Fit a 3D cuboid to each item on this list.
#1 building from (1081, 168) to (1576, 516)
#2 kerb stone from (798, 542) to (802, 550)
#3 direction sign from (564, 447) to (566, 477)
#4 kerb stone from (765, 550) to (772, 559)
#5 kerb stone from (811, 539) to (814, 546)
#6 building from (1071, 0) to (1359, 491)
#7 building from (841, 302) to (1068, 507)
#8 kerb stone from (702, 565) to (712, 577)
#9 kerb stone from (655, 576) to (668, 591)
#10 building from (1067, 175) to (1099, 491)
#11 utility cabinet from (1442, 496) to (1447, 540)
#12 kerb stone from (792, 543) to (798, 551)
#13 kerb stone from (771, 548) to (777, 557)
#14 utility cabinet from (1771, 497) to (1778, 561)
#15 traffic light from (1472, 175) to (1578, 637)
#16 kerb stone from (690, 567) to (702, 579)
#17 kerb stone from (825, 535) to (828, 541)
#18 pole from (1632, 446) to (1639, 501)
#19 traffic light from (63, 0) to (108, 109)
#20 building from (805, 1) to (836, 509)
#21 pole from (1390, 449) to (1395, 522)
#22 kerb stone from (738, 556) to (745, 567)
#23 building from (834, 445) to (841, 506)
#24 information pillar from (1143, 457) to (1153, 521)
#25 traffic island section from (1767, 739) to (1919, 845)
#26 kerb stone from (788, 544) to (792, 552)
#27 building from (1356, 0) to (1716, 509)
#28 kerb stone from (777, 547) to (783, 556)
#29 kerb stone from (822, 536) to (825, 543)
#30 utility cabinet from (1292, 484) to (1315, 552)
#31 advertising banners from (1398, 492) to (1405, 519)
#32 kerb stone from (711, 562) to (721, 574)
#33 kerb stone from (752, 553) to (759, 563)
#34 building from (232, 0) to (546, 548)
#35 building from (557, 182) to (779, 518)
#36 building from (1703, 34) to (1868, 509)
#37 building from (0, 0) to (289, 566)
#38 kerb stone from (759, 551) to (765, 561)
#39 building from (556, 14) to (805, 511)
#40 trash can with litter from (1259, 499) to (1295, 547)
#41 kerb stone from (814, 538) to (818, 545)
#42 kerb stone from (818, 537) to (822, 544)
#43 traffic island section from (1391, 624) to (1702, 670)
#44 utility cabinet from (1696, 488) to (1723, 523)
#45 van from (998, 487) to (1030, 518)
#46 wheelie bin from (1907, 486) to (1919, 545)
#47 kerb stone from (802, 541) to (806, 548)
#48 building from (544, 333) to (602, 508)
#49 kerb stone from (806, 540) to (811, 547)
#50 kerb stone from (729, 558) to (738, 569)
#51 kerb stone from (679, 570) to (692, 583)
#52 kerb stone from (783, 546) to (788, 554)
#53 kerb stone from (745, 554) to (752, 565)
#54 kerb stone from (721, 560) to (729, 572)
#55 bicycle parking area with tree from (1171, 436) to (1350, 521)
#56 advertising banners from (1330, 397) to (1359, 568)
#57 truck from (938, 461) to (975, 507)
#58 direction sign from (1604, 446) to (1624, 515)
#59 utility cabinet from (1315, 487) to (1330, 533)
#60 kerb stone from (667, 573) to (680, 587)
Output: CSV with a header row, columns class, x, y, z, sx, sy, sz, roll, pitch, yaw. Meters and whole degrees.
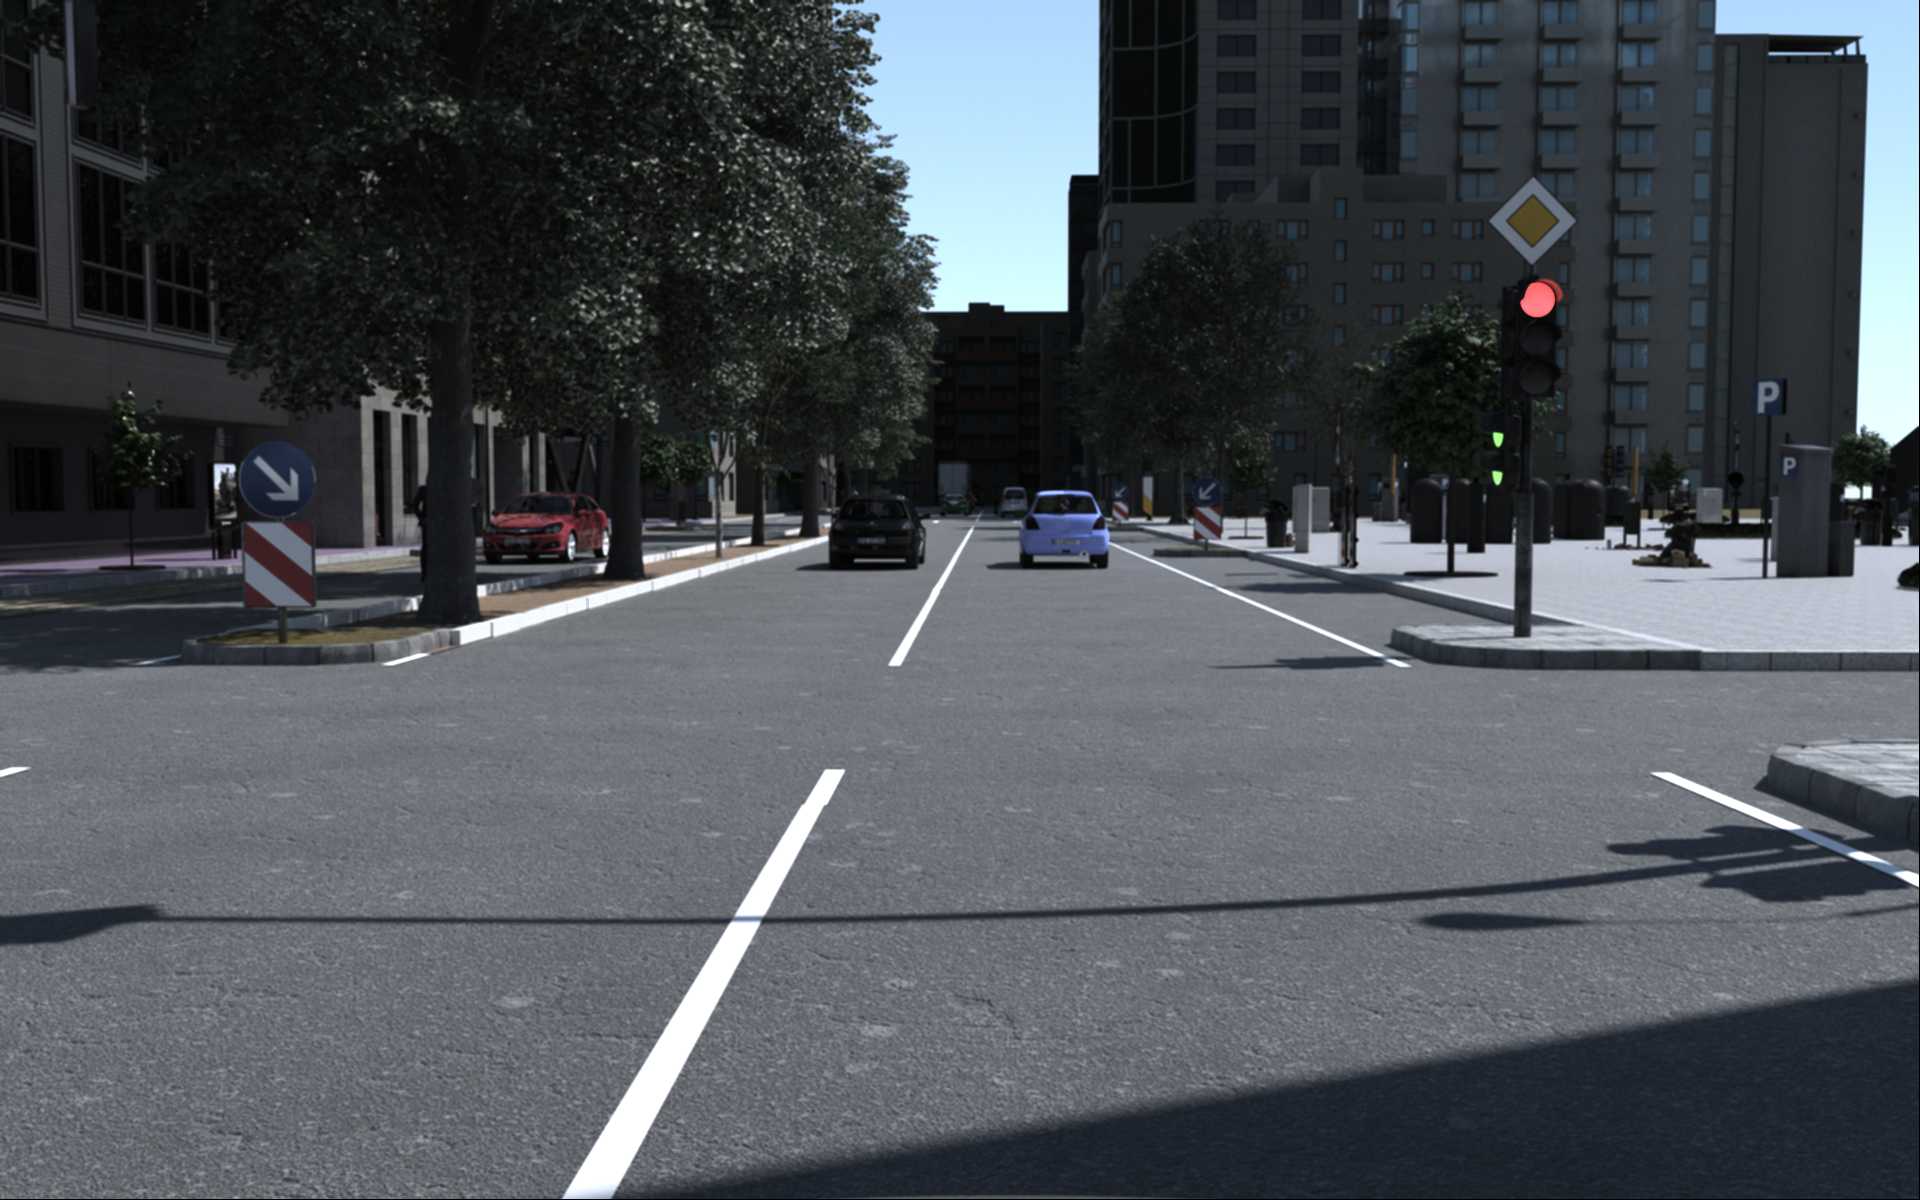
class,x,y,z,sx,sy,sz,roll,pitch,yaw
building,22.806,-16.652,117.298,27.650,21.520,28.899,0,4,1
kerb stone,-4.236,-1.362,44.461,0.120,0.150,1.000,0,4,1
direction sign,-19.232,-5.649,84.360,0.379,3.537,0.876,-1,4,-9
kerb stone,-4.349,-0.981,38.318,0.120,0.150,1.000,0,4,1
kerb stone,-4.183,-1.545,47.547,0.120,0.150,1.000,0,4,1
building,19.911,-42.954,140.548,20.563,71.187,20.611,0,4,1
building,2.968,-20.994,188.285,28.899,21.520,27.650,0,4,1
kerb stone,-4.495,-0.484,30.127,0.120,0.150,1.000,0,4,1
kerb stone,-4.575,-0.235,26.030,0.120,0.150,1.000,0,4,1
building,16.832,-23.699,159.177,14.160,30.474,14.107,0,4,1
utility cabinet,13.833,-2.304,48.835,1.020,1.237,0.306,-1,4,-21
kerb stone,-4.250,-1.295,43.436,0.120,0.150,1.000,0,4,1
kerb stone,-4.331,-1.048,39.340,0.120,0.150,1.000,0,4,1
utility cabinet,15.996,-1.350,33.236,1.020,1.237,0.306,-2,4,-33
traffic light,5.037,-1.623,15.456,0.839,4.253,0.868,0,4,1
kerb stone,-4.529,-0.423,29.105,0.120,0.150,1.000,0,4,1
kerb stone,-4.108,-1.801,51.645,0.120,0.150,1.000,0,4,1
pole,28.748,-4.887,73.743,0.158,3.312,0.155,0,3,0
traffic light,-10.229,-2.513,15.756,4.771,5.953,1.251,0,4,1
building,-22.485,-43.893,155.895,20.611,71.187,20.563,0,4,1
pole,19.733,-5.206,78.960,0.158,3.312,0.155,0,3,0
kerb stone,-4.432,-0.736,34.223,0.120,0.150,1.000,0,4,1
building,-27.002,-21.026,188.812,28.899,21.520,27.650,0,4,1
information pillar,9.023,-5.613,83.119,0.504,3.616,0.183,-1,4,-20
traffic island section,4.929,0.899,7.585,2.009,0.180,2.903,0,4,1
kerb stone,-4.283,-1.231,42.411,0.120,0.150,1.000,0,4,1
building,49.484,-32.639,153.252,30.456,49.044,23.786,0,4,1
kerb stone,-4.314,-1.110,40.362,0.120,0.150,1.000,0,4,1
kerb stone,-4.129,-1.736,50.616,0.120,0.150,1.000,0,4,1
utility cabinet,7.557,-1.803,38.166,0.318,1.500,1.173,1,4,14
advertising banners,23.248,-5.646,88.501,2.074,3.025,0.090,2,4,26
kerb stone,-4.486,-0.548,31.150,0.120,0.150,1.000,0,4,1
kerb stone,-4.398,-0.858,36.267,0.120,0.150,1.000,0,4,1
building,-19.118,-11.868,48.787,10.420,20.320,16.860,0,4,1
building,-26.682,-15.948,105.791,27.650,21.520,28.899,0,4,1
building,71.840,-29.009,157.890,14.086,41.232,14.154,0,4,1
building,-22.504,-14.328,27.766,14.314,27.812,24.014,0,4,1
kerb stone,-4.369,-0.923,37.296,0.120,0.150,1.000,0,4,1
building,-23.328,-30.973,130.111,21.300,48.544,21.600,0,4,1
trash can with litter,7.679,-1.859,41.778,0.624,1.170,1.055,2,4,32
kerb stone,-4.167,-1.607,48.569,0.120,0.150,1.000,0,4,1
kerb stone,-4.137,-1.676,49.593,0.120,0.150,1.000,0,4,1
traffic island section,5.076,0.411,15.569,2.009,0.180,2.903,0,4,1
utility cabinet,28.386,-3.480,65.577,1.173,1.500,0.318,-2,4,-32
van,3.324,-6.080,106.411,2.013,2.044,4.112,0,4,1
wheelie bin,24.053,-2.164,43.287,0.693,1.594,0.980,1,4,20
kerb stone,-4.219,-1.424,45.483,0.120,0.150,1.000,0,4,1
building,-22.565,-12.133,65.830,16.820,18.784,16.811,0,4,1
kerb stone,-4.194,-1.486,46.517,0.120,0.150,1.000,0,4,1
kerb stone,-4.441,-0.673,33.200,0.120,0.150,1.000,0,4,1
kerb stone,-4.540,-0.360,28.080,0.120,0.150,1.000,0,4,1
kerb stone,-4.296,-1.174,41.384,0.120,0.150,1.000,0,4,1
kerb stone,-4.406,-0.795,35.245,0.120,0.150,1.000,0,4,1
kerb stone,-4.465,-0.610,32.172,0.120,0.150,1.000,0,4,1
bicycle parking area with tree,15.137,-6.091,86.597,8.231,4.147,9.016,3,5,39
advertising banners,6.853,-2.116,30.784,0.090,3.025,2.074,0,4,2
truck,-0.317,-9.943,151.485,2.839,4.237,11.283,0,4,3
direction sign,30.849,-5.488,81.725,0.876,3.537,0.379,2,4,34
utility cabinet,11.486,-2.934,56.653,1.173,1.500,0.318,0,4,4
kerb stone,-4.557,-0.297,27.057,0.120,0.150,1.000,0,4,1
